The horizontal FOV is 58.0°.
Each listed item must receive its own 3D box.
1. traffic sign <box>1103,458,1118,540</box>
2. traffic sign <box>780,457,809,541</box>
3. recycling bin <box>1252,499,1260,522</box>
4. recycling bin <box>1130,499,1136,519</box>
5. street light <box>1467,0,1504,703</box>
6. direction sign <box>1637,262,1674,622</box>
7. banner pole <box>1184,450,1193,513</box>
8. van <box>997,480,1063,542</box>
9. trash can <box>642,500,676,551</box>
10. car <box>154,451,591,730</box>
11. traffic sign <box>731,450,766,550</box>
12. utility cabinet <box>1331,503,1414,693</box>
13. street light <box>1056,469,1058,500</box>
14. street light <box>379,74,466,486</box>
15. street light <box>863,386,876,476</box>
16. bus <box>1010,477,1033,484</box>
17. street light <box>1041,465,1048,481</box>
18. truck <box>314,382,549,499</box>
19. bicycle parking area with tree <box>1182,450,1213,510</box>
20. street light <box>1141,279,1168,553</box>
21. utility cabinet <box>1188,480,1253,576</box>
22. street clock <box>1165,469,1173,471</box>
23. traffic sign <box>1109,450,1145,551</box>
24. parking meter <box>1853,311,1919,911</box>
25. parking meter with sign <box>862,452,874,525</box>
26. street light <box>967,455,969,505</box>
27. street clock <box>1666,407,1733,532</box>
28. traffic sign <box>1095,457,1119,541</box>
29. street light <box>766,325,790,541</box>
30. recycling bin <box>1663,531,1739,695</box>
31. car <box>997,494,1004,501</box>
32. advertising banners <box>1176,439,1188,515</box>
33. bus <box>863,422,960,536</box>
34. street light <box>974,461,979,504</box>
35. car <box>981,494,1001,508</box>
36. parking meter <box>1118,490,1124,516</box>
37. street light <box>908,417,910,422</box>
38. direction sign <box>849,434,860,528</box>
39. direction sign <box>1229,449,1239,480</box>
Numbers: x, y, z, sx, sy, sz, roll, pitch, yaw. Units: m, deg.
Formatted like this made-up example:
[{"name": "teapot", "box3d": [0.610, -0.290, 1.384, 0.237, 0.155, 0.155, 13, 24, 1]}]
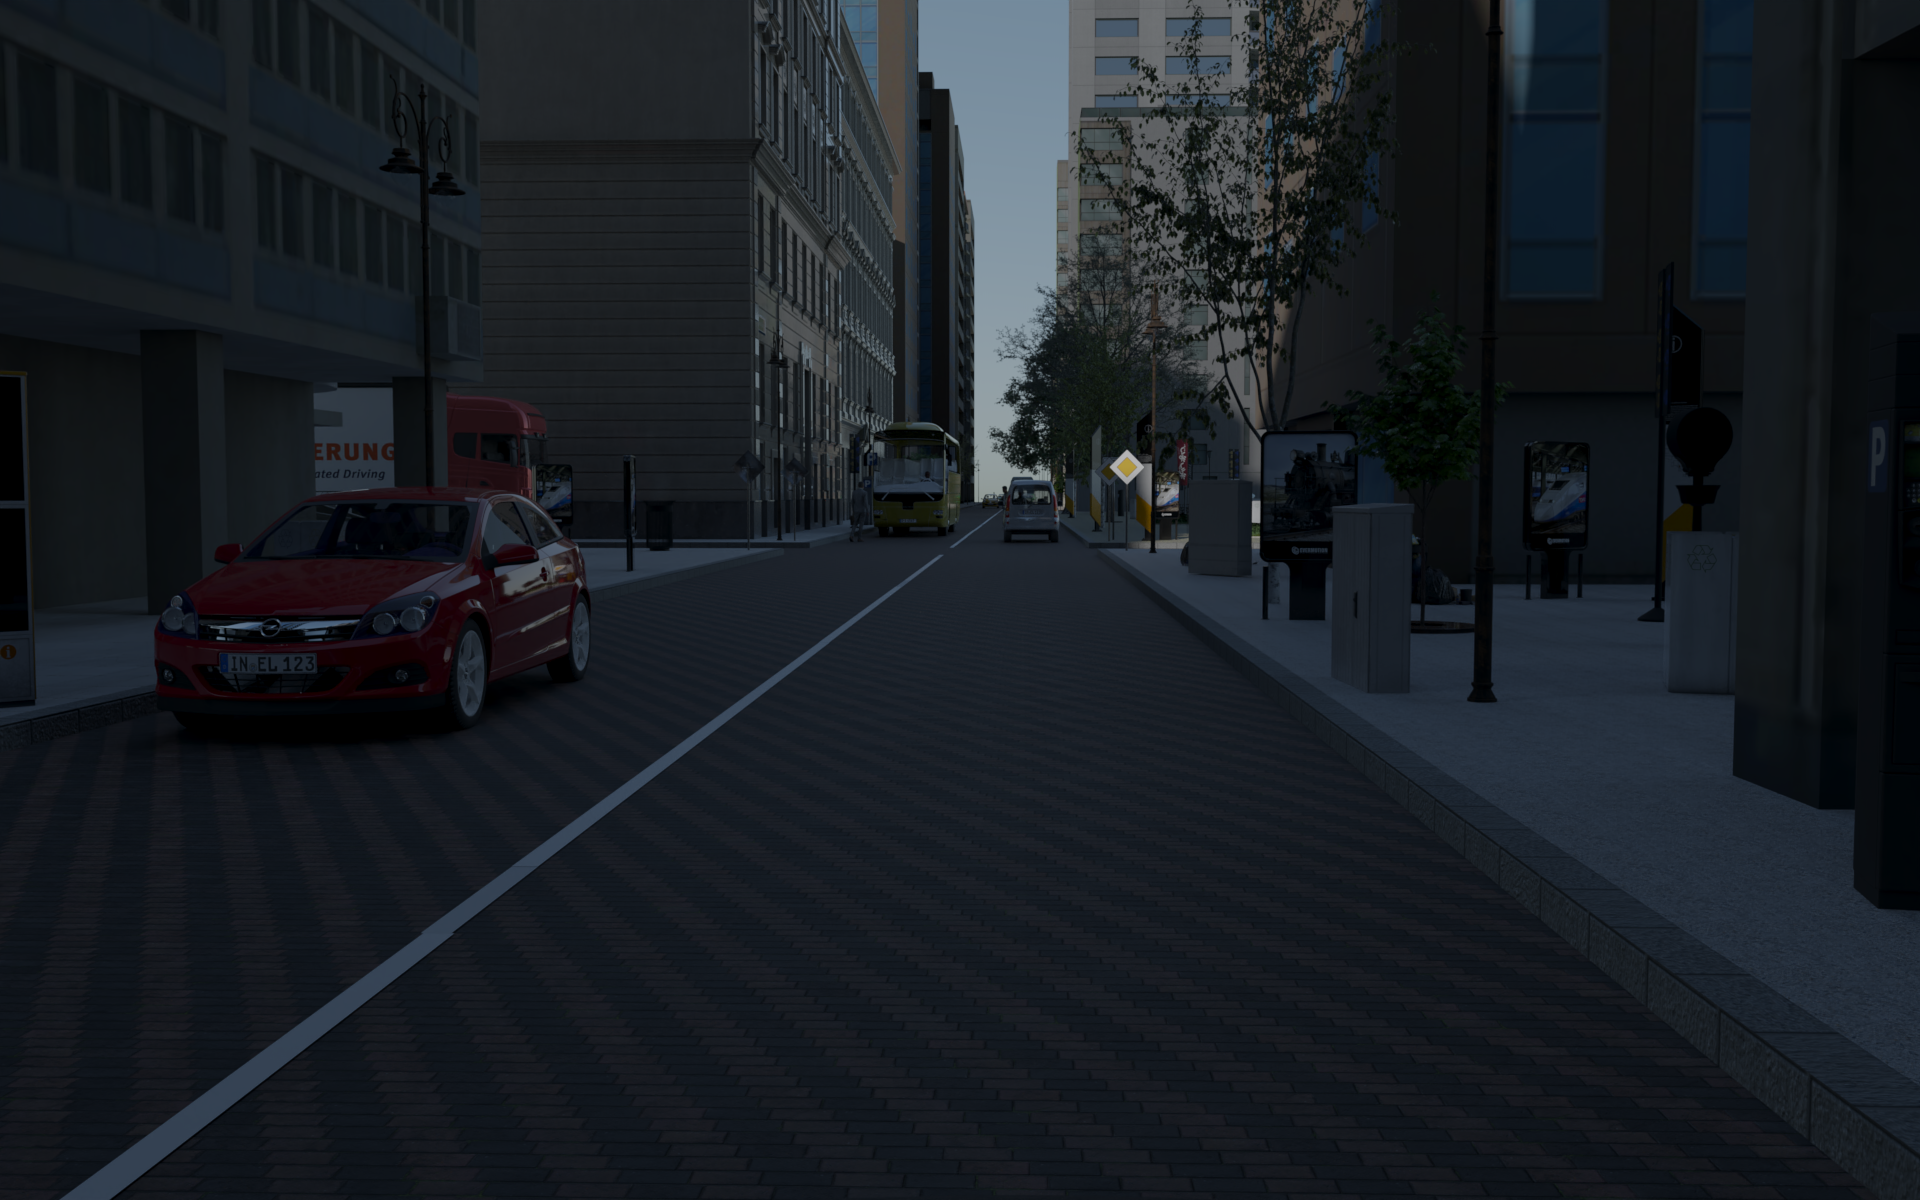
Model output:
[{"name": "traffic sign", "box3d": [4.302, -2.839, 48.543, 0.606, 2.300, 0.079, 0, 4, 8]}, {"name": "traffic sign", "box3d": [-4.530, -2.679, 47.446, 0.795, 2.450, 0.064, 0, 4, 2]}, {"name": "recycling bin", "box3d": [10.719, -3.114, 63.473, 0.722, 1.027, 0.722, 1, 4, 10]}, {"name": "recycling bin", "box3d": [9.186, -4.679, 89.051, 0.722, 1.027, 0.722, -1, 4, -13]}, {"name": "street light", "box3d": [3.233, -2.309, 10.546, 0.468, 5.910, 1.993, 0, 4, 2]}, {"name": "direction sign", "box3d": [7.044, -1.553, 17.384, 0.379, 3.537, 0.876, 1, 4, 14]}, {"name": "banner pole", "box3d": [11.220, -5.825, 85.262, 0.401, 3.779, 0.863, -2, 4, -29]}, {"name": "van", "box3d": [2.145, -2.792, 52.662, 2.013, 2.044, 4.112, 0, 4, 1]}, {"name": "trash can", "box3d": [-6.787, -1.679, 39.104, 0.748, 1.137, 0.748, 0, 3, 0]}, {"name": "car", "box3d": [-3.829, -0.174, 11.888, 2.155, 1.783, 4.494, 0, 4, 2]}, {"name": "traffic sign", "box3d": [-4.820, -2.191, 39.466, 0.795, 2.450, 0.064, 0, 4, 2]}, {"name": "utility cabinet", "box3d": [2.744, -0.028, 11.618, 0.306, 1.237, 1.020, 0, 4, -1]}, {"name": "street light", "box3d": [8.032, -10.453, 143.701, 0.468, 5.910, 1.993, 0, 4, 2]}, {"name": "street light", "box3d": [-6.053, -2.868, 19.678, 0.468, 5.910, 1.993, 0, 4, 2]}, {"name": "street light", "box3d": [-3.890, -6.225, 74.569, 0.468, 5.910, 1.993, 0, 4, 2]}, {"name": "bus", "box3d": [6.933, -11.886, 189.202, 2.948, 3.499, 13.247, 0, 4, 3]}, {"name": "street light", "box3d": [11.007, -15.538, 226.830, 0.468, 5.910, 1.993, 0, 4, 2]}, {"name": "truck", "box3d": [-15.424, -3.338, 43.494, 11.283, 4.237, 2.839, 0, 4, 1]}, {"name": "bicycle parking area with tree", "box3d": [18.959, -7.784, 114.274, 8.231, 4.147, 9.016, 0, 4, 3]}, {"name": "street light", "box3d": [4.195, -3.957, 37.487, 0.468, 5.910, 1.993, 0, 4, 2]}, {"name": "utility cabinet", "box3d": [4.094, -1.134, 27.221, 0.318, 1.500, 1.173, -2, 4, -32]}, {"name": "street clock", "box3d": [6.098, -2.837, 50.954, 0.358, 2.002, 0.471, -1, 4, -17]}, {"name": "traffic sign", "box3d": [3.767, -2.171, 39.134, 0.795, 2.450, 0.064, 0, 4, 2]}, {"name": "parking meter", "box3d": [2.994, 0.019, 5.406, 0.255, 1.863, 0.399, 1, 4, 14]}, {"name": "parking meter with sign", "box3d": [-3.805, -4.616, 71.728, 0.543, 3.016, 1.738, 0, 4, 6]}, {"name": "street light", "box3d": [0.897, -14.350, 207.404, 0.468, 5.910, 1.993, 0, 4, 2]}, {"name": "street clock", "box3d": [6.190, -0.610, 14.547, 0.471, 2.002, 0.358, 0, 3, 0]}, {"name": "traffic sign", "box3d": [4.058, -2.659, 47.113, 0.795, 2.450, 0.064, 0, 4, 2]}, {"name": "street light", "box3d": [-4.980, -4.578, 47.633, 0.468, 5.910, 1.993, 0, 4, 2]}, {"name": "recycling bin", "box3d": [5.030, 0.073, 11.365, 0.722, 1.027, 0.722, 1, 4, 19]}, {"name": "car", "box3d": [6.704, -16.023, 270.778, 1.959, 1.807, 4.718, 0, 4, 1]}, {"name": "advertising banners", "box3d": [7.509, -3.557, 54.341, 0.090, 3.025, 2.074, -3, 4, -37]}, {"name": "bus", "box3d": [-1.478, -4.342, 62.544, 2.896, 3.916, 12.252, 0, 4, 2]}, {"name": "street light", "box3d": [1.942, -16.023, 234.757, 0.468, 5.910, 1.993, 0, 4, 2]}, {"name": "car", "box3d": [3.125, -10.105, 175.442, 2.015, 1.641, 3.980, 0, 4, 2]}, {"name": "parking meter", "box3d": [9.278, -5.588, 99.778, 0.372, 1.533, 0.369, 0, 3, 0]}, {"name": "street light", "box3d": [-3.001, -7.904, 102.015, 0.468, 5.910, 1.993, 0, 4, 2]}, {"name": "direction sign", "box3d": [-3.970, -4.481, 65.260, 0.379, 3.537, 0.876, 1, 4, 20]}, {"name": "direction sign", "box3d": [13.737, -5.810, 86.993, 0.379, 3.537, 0.876, 3, 5, 41]}]
